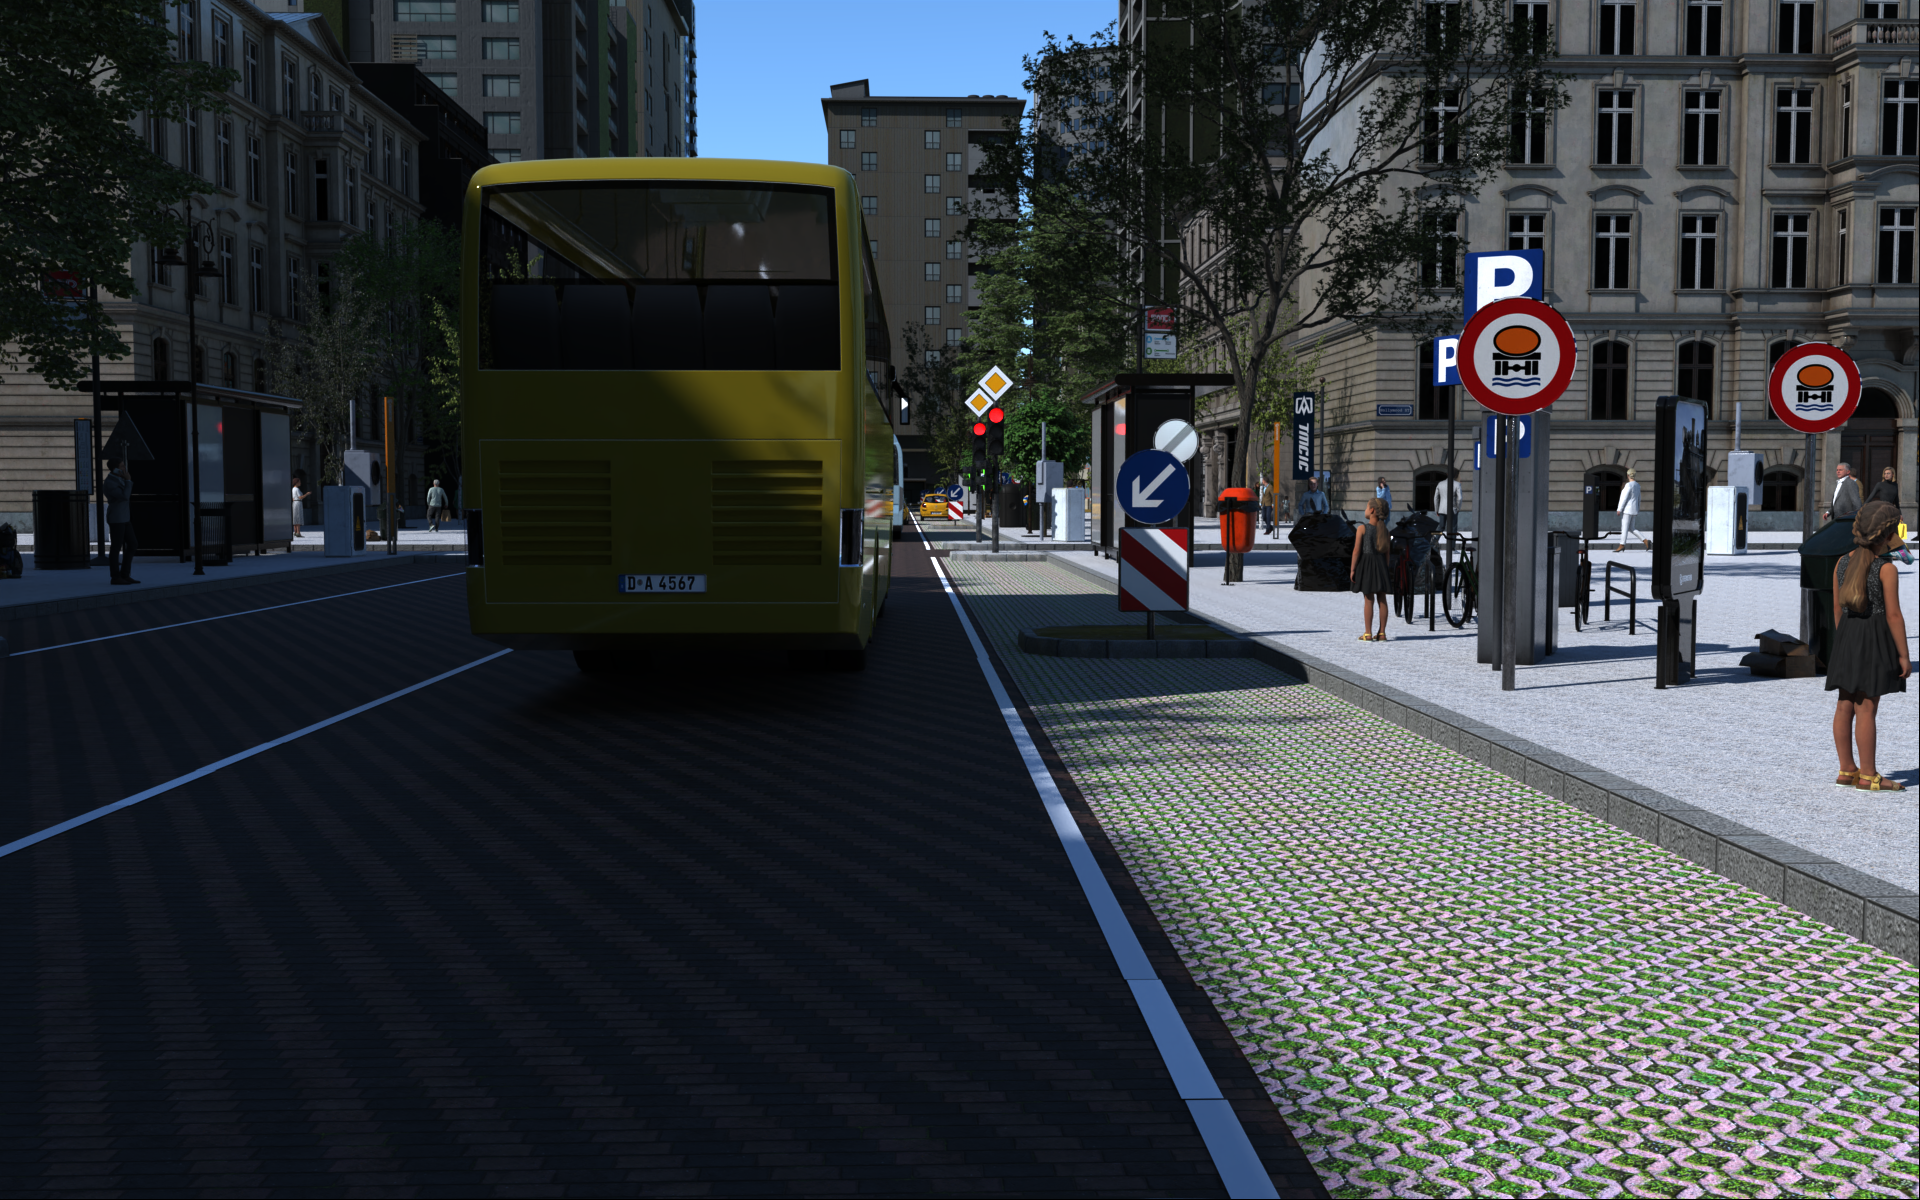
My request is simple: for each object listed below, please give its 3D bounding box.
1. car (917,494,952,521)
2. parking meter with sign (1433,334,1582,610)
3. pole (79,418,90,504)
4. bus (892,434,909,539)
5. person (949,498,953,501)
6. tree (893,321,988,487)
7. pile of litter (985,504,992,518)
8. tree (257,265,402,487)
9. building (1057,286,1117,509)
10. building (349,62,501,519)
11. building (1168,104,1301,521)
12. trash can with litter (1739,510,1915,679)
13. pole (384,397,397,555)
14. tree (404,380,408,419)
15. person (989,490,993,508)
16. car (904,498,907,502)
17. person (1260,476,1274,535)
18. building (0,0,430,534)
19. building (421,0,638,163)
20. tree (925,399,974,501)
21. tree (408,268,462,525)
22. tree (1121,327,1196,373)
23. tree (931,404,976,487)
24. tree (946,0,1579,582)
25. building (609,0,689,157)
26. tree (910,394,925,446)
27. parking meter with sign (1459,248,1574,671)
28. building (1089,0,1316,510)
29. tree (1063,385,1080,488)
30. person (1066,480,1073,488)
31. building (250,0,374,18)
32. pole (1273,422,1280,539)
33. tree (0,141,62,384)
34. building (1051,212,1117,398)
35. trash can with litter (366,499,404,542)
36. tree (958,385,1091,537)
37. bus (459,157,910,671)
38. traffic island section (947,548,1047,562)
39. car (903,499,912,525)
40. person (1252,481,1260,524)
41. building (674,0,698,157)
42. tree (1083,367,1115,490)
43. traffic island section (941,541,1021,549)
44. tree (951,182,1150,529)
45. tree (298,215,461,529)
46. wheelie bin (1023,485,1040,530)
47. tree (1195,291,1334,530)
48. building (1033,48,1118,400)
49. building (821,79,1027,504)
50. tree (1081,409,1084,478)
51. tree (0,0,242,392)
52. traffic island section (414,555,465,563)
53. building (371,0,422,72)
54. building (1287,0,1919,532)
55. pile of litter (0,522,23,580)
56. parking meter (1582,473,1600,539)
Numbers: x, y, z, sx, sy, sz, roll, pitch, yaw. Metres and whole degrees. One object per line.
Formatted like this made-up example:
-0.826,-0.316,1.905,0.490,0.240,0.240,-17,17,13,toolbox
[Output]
-1.284,-5.047,92.745,2.015,1.641,3.980,0,4,-1,car
6.164,-1.416,19.418,1.738,3.016,0.543,-2,4,-24,parking meter with sign
-23.572,-3.230,46.650,0.158,3.312,0.155,0,3,0,pole
-3.173,-3.859,57.960,2.948,3.499,13.247,0,4,-2,bus
-0.633,-8.386,143.604,0.568,1.767,0.683,1,4,18,person
-3.514,-20.511,191.247,12.611,20.169,13.585,0,3,0,tree
1.597,-4.888,93.891,1.176,0.858,1.719,3,4,36,pile of litter
-19.972,-6.401,55.015,4.360,8.622,3.978,0,3,0,tree
23.973,-19.179,158.614,27.650,21.520,28.899,0,4,-2,building
-32.115,-16.370,97.335,12.332,23.373,15.834,0,4,-2,building
17.362,-15.293,100.957,10.553,20.767,40.483,0,4,-2,building
6.105,-0.051,12.222,1.055,1.170,0.624,-1,4,-20,trash can with litter
-12.002,-2.609,36.503,0.158,3.312,0.155,0,3,0,pole
-20.919,-7.429,71.819,4.737,8.622,4.395,0,3,0,tree
2.497,-7.884,135.080,0.705,1.807,1.348,1,4,17,person
-5.486,-8.485,147.531,1.959,1.807,4.718,0,4,-3,car
9.756,-2.999,54.983,0.656,1.842,0.836,2,4,34,person
-32.269,-15.472,72.045,14.460,24.649,34.723,0,4,-2,building
-34.170,-27.961,140.761,14.154,41.232,14.086,0,4,-2,building
-0.287,-10.814,127.176,4.737,8.622,4.395,0,3,0,tree
-13.347,-6.141,50.768,4.737,8.622,4.395,0,3,0,tree
9.166,-7.508,73.115,4.737,8.622,4.395,0,3,0,tree
-0.050,-11.348,135.905,4.360,8.622,3.978,0,3,0,tree
3.994,-5.522,24.704,8.767,10.594,7.601,0,4,-2,tree
-41.924,-35.513,169.878,27.495,52.752,28.713,0,4,-2,building
0.577,-11.079,115.551,8.767,10.594,7.601,0,4,3,tree
4.273,-1.038,13.240,0.543,3.016,1.738,2,4,27,parking meter with sign
21.328,-42.449,132.286,20.563,71.187,20.611,0,4,-2,building
7.978,-8.816,94.506,4.737,8.622,4.395,0,3,0,tree
3.991,-3.333,60.893,0.716,1.782,0.532,0,4,8,person
-69.882,-38.552,172.326,28.212,58.520,21.231,0,4,-2,building
8.982,-3.382,49.136,0.158,3.312,0.155,0,3,0,pole
-20.000,-5.166,34.834,4.360,8.622,3.978,0,3,0,tree
16.227,-24.945,179.554,14.160,30.474,14.107,0,4,-2,building
-15.708,-2.184,47.091,0.624,1.170,1.055,2,4,35,trash can with litter
2.484,-4.179,52.034,4.285,4.588,4.351,0,3,0,tree
-1.985,-1.548,16.861,2.896,3.916,12.252,0,4,-1,bus
0.797,-0.955,37.902,2.009,0.180,2.903,0,4,-2,traffic island section
-3.275,-4.338,81.144,2.015,1.641,3.980,0,3,0,car
12.137,-3.939,70.687,0.600,1.795,0.529,-1,4,-21,person
-47.059,-55.739,223.998,31.000,86.520,22.319,0,4,-2,building
8.387,-7.777,77.516,4.737,8.622,4.395,0,3,0,tree
0.526,-1.444,45.882,2.009,0.180,2.903,0,4,-2,traffic island section
3.375,-8.847,62.777,7.486,12.596,7.792,0,3,0,tree
-20.746,-8.473,64.289,9.928,11.665,9.643,0,3,0,tree
2.758,-3.280,61.535,0.980,1.594,0.693,-1,4,-17,wheelie bin
11.041,-6.821,61.885,4.737,8.622,4.395,0,3,0,tree
24.247,-41.823,225.803,28.212,58.520,21.231,0,4,-2,building
-3.838,-39.131,229.033,27.495,52.752,28.713,0,4,-2,building
9.028,-8.143,83.493,4.737,8.622,4.395,0,3,0,tree
-12.679,-6.285,20.891,7.486,12.596,7.792,0,3,0,tree
-10.439,-0.932,37.527,2.009,0.180,2.903,0,4,-2,traffic island section
-33.631,-27.102,126.711,14.154,41.232,14.086,0,4,-2,building
30.813,-14.980,64.012,34.723,24.649,14.460,0,4,-2,building
-14.889,-0.761,26.409,1.176,0.858,1.719,-1,4,-10,pile of litter
17.678,-2.617,48.491,0.255,1.863,0.399,-3,5,-39,parking meter
